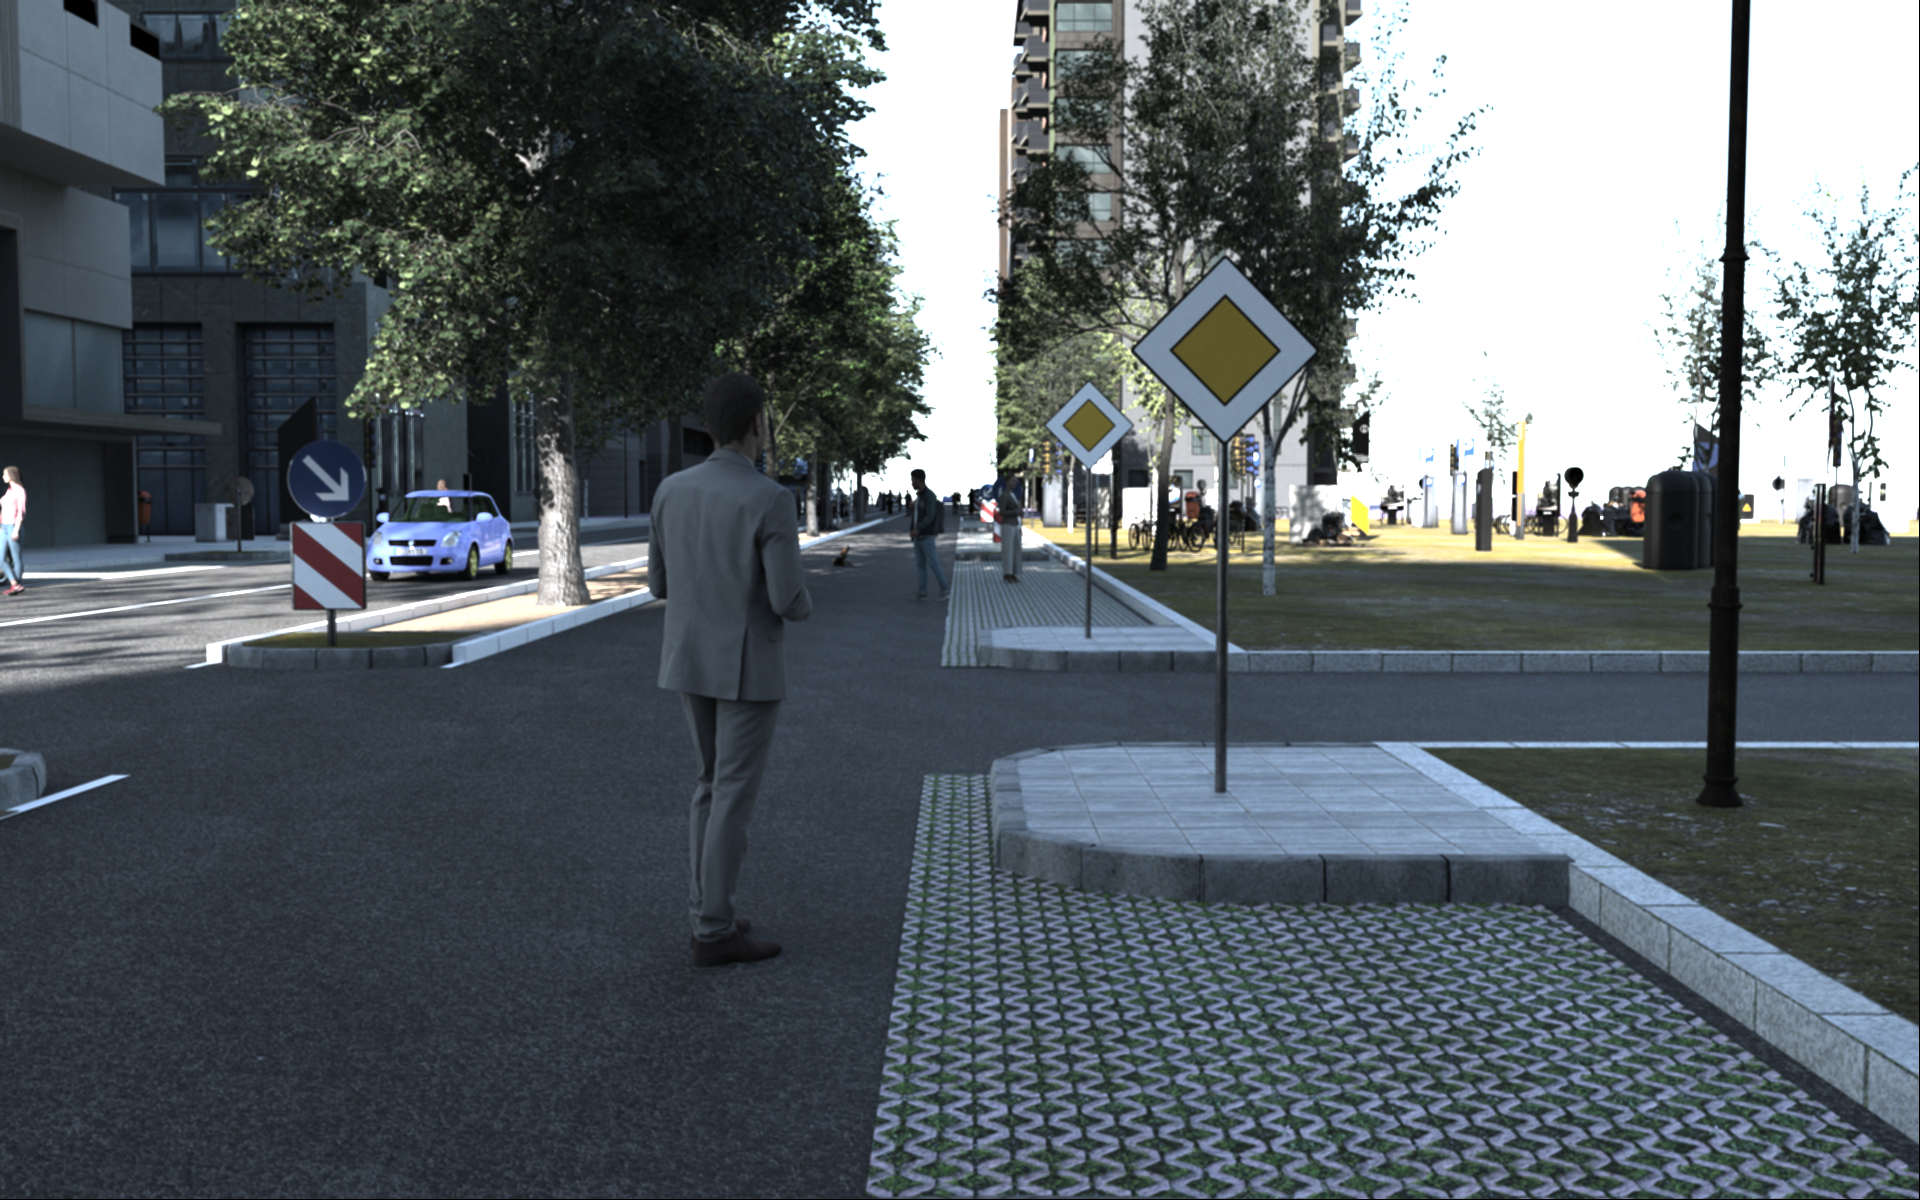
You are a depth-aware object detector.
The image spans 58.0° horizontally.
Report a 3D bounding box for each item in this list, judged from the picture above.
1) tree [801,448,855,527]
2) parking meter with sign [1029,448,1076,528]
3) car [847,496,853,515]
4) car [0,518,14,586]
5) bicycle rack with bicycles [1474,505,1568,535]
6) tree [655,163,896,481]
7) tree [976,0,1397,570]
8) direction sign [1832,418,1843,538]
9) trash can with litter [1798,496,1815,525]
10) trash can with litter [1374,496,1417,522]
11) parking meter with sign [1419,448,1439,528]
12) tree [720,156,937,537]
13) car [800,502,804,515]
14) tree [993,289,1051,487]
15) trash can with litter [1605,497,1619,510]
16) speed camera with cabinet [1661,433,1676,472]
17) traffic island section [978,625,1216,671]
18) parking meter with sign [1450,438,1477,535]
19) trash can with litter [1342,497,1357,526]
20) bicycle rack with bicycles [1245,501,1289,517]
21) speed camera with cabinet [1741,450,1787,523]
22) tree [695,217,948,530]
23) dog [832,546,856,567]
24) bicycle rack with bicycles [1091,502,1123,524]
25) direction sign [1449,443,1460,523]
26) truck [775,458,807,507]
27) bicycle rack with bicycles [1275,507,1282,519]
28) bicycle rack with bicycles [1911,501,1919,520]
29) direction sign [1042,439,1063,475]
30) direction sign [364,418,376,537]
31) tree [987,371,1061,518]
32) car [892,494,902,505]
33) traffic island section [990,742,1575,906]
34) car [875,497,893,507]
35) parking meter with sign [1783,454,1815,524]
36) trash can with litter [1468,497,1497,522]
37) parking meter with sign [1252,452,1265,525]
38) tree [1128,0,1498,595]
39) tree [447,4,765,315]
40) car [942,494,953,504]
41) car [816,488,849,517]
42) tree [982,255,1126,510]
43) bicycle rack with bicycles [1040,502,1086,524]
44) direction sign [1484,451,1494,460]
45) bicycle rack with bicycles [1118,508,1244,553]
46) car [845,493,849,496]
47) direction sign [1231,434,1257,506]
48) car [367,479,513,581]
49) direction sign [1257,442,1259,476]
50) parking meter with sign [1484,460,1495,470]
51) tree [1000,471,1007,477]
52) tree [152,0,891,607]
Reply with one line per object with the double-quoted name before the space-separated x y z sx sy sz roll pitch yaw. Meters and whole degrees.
"tree" -5.100 -7.782 80.063 4.737 8.622 4.395 0 3 0
"parking meter with sign" 3.572 -4.292 66.434 1.738 3.016 0.543 -1 4 -14
"car" -8.111 -6.362 116.017 2.014 1.417 4.499 0 4 0
"car" -15.685 -1.012 25.348 1.959 1.807 4.718 0 3 0
"bicycle rack with bicycles" 18.002 -2.577 55.512 2.925 0.926 2.852 1 4 16
"tree" -5.298 -7.310 47.739 9.928 11.665 9.643 0 3 0
"tree" 3.688 -5.777 28.870 7.601 10.594 8.767 1 4 9
"direction sign" 25.473 -3.568 50.334 0.379 3.537 0.876 1 4 12
"trash can with litter" 35.520 -3.700 71.556 2.233 1.210 1.678 -2 4 -27
"trash can with litter" 20.729 -4.409 83.143 1.678 1.210 2.233 3 4 39
"parking meter with sign" 17.836 -4.247 65.700 0.543 3.016 1.738 2 4 25
"tree" -4.815 -8.338 56.918 7.486 12.596 7.792 0 3 0
"car" -11.729 -6.517 118.916 2.083 1.381 4.827 0 4 -1
"tree" 3.479 -6.583 58.002 4.360 8.622 3.978 0 3 0
"trash can with litter" 23.752 -3.205 63.791 1.055 1.170 0.624 2 4 35
"speed camera with cabinet" 22.762 -3.723 55.208 0.660 3.252 2.038 1 4 17
"traffic island section" 1.163 0.417 15.457 2.009 0.180 2.903 0 4 0
"parking meter with sign" 15.842 -3.582 54.821 0.543 3.016 1.738 0 4 7
"trash can with litter" 15.155 -3.610 70.084 2.233 1.210 1.678 0 4 7
"bicycle rack with bicycles" 15.507 -4.652 89.447 2.925 0.926 2.852 -1 4 -20
"speed camera with cabinet" 35.835 -5.083 77.446 2.038 3.252 0.660 2 4 25
"tree" -5.282 -9.076 67.851 9.611 12.733 9.660 0 3 0
"dog" -2.286 -0.871 34.434 0.550 0.427 0.748 0 4 6
"bicycle rack with bicycles" 7.198 -3.430 69.462 2.925 0.926 2.852 -2 4 -32
"direction sign" 22.137 -5.234 77.580 0.379 3.537 0.876 3 5 44
"truck" -12.357 -8.885 135.034 2.967 4.110 18.799 0 4 -2
"bicycle rack with bicycles" 5.913 -1.823 43.193 2.925 0.926 2.852 -3 5 -41
"bicycle rack with bicycles" 47.606 -4.332 84.205 2.852 0.926 2.925 3 4 39
"direction sign" 3.810 -4.856 71.396 0.876 3.537 0.379 0 4 -4
"direction sign" -17.446 -3.624 51.250 0.379 3.537 0.876 0 3 0
"tree" 3.751 -8.640 91.619 4.737 8.622 4.395 0 3 0
"car" -8.338 -12.846 221.824 2.131 1.459 4.920 0 4 -1
"traffic island section" 1.143 0.906 7.472 2.009 0.180 2.903 0 4 0
"car" -8.522 -11.222 193.707 2.015 1.641 3.980 0 4 0
"parking meter with sign" 36.534 -4.806 74.839 1.738 3.016 0.543 2 4 29
"trash can with litter" 23.692 -4.166 79.165 2.233 1.210 1.678 -1 4 -9
"parking meter with sign" 12.617 -4.683 72.823 0.543 3.016 1.738 2 4 30
"tree" 4.115 -4.356 21.579 4.360 8.622 3.978 0 3 0
"tree" -5.364 -5.772 31.236 8.767 10.594 7.601 0 4 0
"car" -1.556 -13.751 234.422 1.945 1.707 3.694 0 4 1
"car" -8.282 -6.262 111.058 2.281 1.827 5.304 0 4 1
"tree" 4.398 -10.051 82.459 7.486 12.596 7.792 0 3 0
"bicycle rack with bicycles" 5.129 -4.020 79.108 2.852 0.926 2.925 2 4 29
"direction sign" 27.637 -6.029 90.578 0.876 3.537 0.379 -3 5 -43
"bicycle rack with bicycles" 5.155 -1.555 38.807 2.852 0.926 2.925 0 4 -5
"car" -12.860 -11.278 193.988 1.945 1.707 3.694 0 4 -1
"direction sign" 10.670 -4.494 65.467 0.876 3.537 0.379 0 4 5
"car" -8.881 -1.229 29.691 1.945 1.707 3.694 0 4 -1
"direction sign" 12.483 -5.077 75.000 0.876 3.537 0.379 1 4 13
"parking meter with sign" 26.620 -5.631 88.334 0.543 3.016 1.738 -1 4 -9
"tree" 3.629 -9.087 143.181 1.663 3.219 1.824 0 3 0
"tree" -5.068 -6.883 21.656 9.857 13.997 8.962 0 3 0
